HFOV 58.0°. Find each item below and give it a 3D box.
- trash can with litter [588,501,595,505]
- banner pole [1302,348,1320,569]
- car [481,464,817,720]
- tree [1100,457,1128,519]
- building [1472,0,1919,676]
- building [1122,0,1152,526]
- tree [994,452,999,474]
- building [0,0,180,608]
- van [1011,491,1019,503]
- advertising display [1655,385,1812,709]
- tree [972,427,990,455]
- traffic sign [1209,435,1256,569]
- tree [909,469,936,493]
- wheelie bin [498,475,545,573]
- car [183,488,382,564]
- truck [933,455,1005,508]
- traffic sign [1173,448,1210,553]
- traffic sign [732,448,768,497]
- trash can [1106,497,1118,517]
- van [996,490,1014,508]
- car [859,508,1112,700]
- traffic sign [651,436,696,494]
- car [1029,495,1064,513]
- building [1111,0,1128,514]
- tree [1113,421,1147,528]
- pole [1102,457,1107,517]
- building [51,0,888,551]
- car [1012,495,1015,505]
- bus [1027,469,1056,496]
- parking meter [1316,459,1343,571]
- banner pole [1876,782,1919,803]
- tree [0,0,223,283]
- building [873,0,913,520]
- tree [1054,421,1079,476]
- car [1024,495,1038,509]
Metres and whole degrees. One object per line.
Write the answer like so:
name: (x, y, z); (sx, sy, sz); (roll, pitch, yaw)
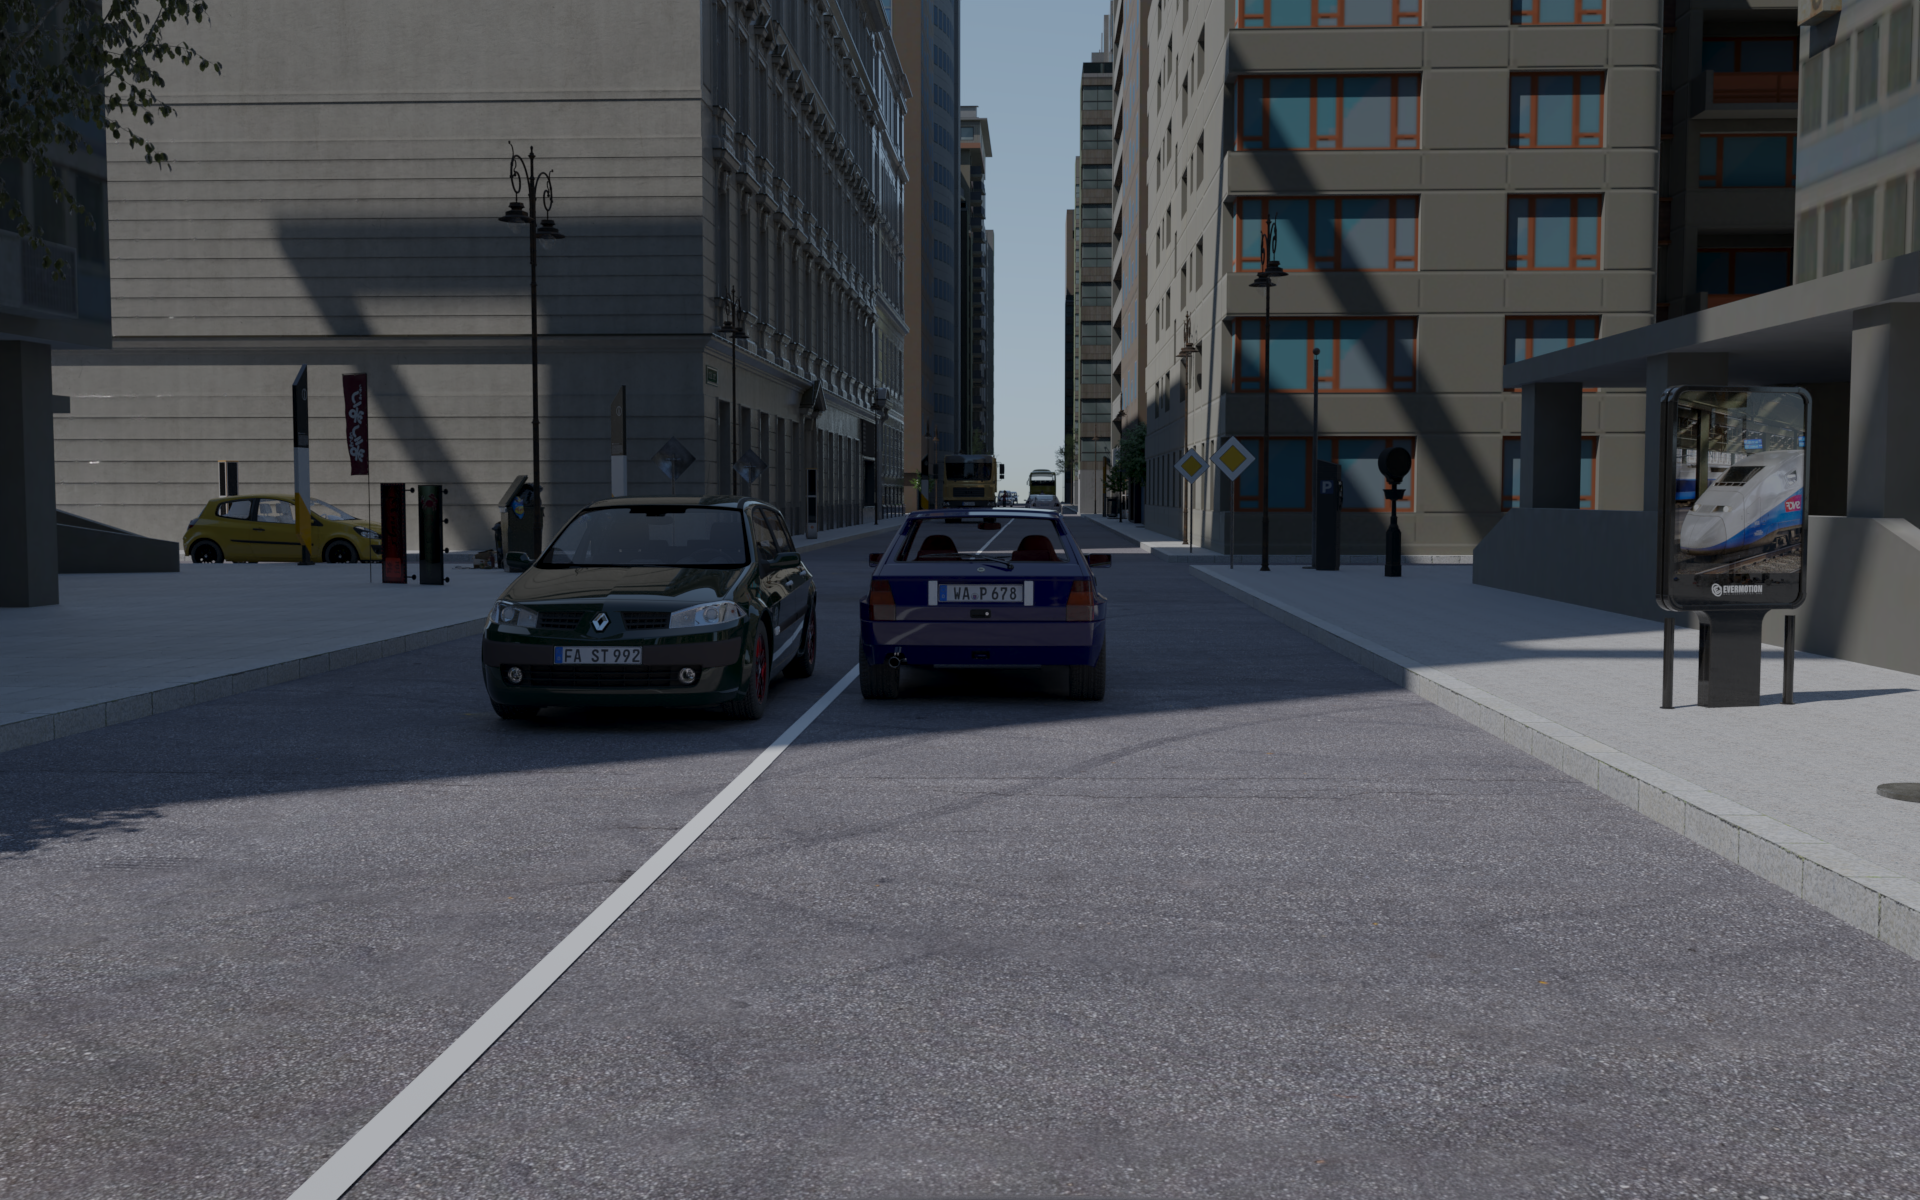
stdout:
trash can with litter: (-5.661, -1.033, 28.274); (0.624, 1.170, 1.055); (2, 4, 31)
banner pole: (6.132, -2.442, 29.948); (0.401, 3.779, 0.863); (1, 4, 9)
car: (-2.055, -0.151, 12.260); (2.009, 1.686, 4.222); (0, 4, 2)
tree: (7.937, -5.763, 88.826); (1.663, 3.219, 1.824); (0, 3, 0)
building: (23.124, -19.822, 15.964); (32.217, 40.220, 23.993); (0, 4, 3)
building: (14.346, -25.997, 75.154); (14.600, 45.320, 14.200); (0, 4, 3)
tree: (4.308, -19.724, 272.845); (4.360, 8.622, 3.978); (0, 3, 0)
building: (-21.936, -19.684, 13.707); (23.993, 40.220, 32.217); (0, 4, 3)
van: (8.137, -15.940, 267.637); (2.013, 2.044, 4.112); (0, 4, 2)
advertising display: (4.645, -0.318, 10.411); (0.974, 1.923, 0.123); (-1, 4, -15)
tree: (1.333, -14.715, 190.955); (4.737, 8.622, 4.395); (0, 3, 0)
traffic sign: (4.657, -1.590, 29.642); (0.795, 2.450, 0.064); (0, 4, 3)
tree: (-2.188, -7.153, 111.546); (1.663, 3.219, 1.824); (0, 3, 0)
wheelie bin: (-7.207, -1.261, 28.525); (0.693, 1.594, 0.980); (-2, 4, -27)
car: (-12.644, -1.395, 33.029); (3.980, 1.641, 2.015); (0, 4, 4)
truck: (0.548, -5.592, 87.358); (3.469, 3.379, 9.791); (0, 4, 2)
traffic sign: (5.021, -2.078, 37.618); (0.795, 2.450, 0.064); (0, 4, 3)
traffic sign: (-4.612, -2.106, 38.077); (0.795, 2.450, 0.064); (0, 4, 3)
trash can: (8.368, -5.103, 95.090); (0.748, 1.137, 0.748); (0, 3, 0)
van: (4.794, -10.884, 184.961); (2.013, 2.044, 4.112); (0, 4, 1)
car: (0.219, -0.050, 13.404); (1.945, 1.354, 3.894); (0, 4, 2)
traffic sign: (-4.976, -1.618, 30.100); (0.795, 2.450, 0.064); (0, 4, 3)
car: (5.098, -5.499, 102.268); (2.083, 1.381, 4.827); (0, 4, 5)
building: (19.998, -29.173, 100.678); (21.300, 48.544, 21.600); (0, 4, 3)
tree: (7.581, -5.076, 66.711); (4.285, 4.588, 4.351); (0, 3, 0)
pole: (8.046, -6.272, 96.386); (0.158, 3.312, 0.155); (0, 3, 0)
building: (-12.633, -17.335, 59.845); (17.030, 29.872, 44.131); (0, 4, 3)
car: (6.339, -13.360, 230.445); (2.014, 1.417, 4.499); (0, 4, 1)
bus: (8.044, -10.931, 170.266); (2.896, 3.916, 12.252); (0, 4, 2)
parking meter: (6.195, -1.427, 29.041); (0.399, 1.863, 0.255); (2, 4, 29)
banner pole: (4.231, -1.040, 7.027); (0.401, 3.779, 0.863); (-2, 4, -32)
tree: (-6.835, -3.741, 11.521); (4.360, 8.622, 3.978); (0, 3, 0)
building: (-9.871, -18.712, 91.852); (13.634, 28.700, 20.117); (0, 4, 3)
tree: (13.970, -16.091, 197.502); (7.601, 10.594, 8.767); (3, 5, 41)
car: (6.041, -7.555, 135.892); (2.083, 1.381, 4.827); (0, 4, 1)
